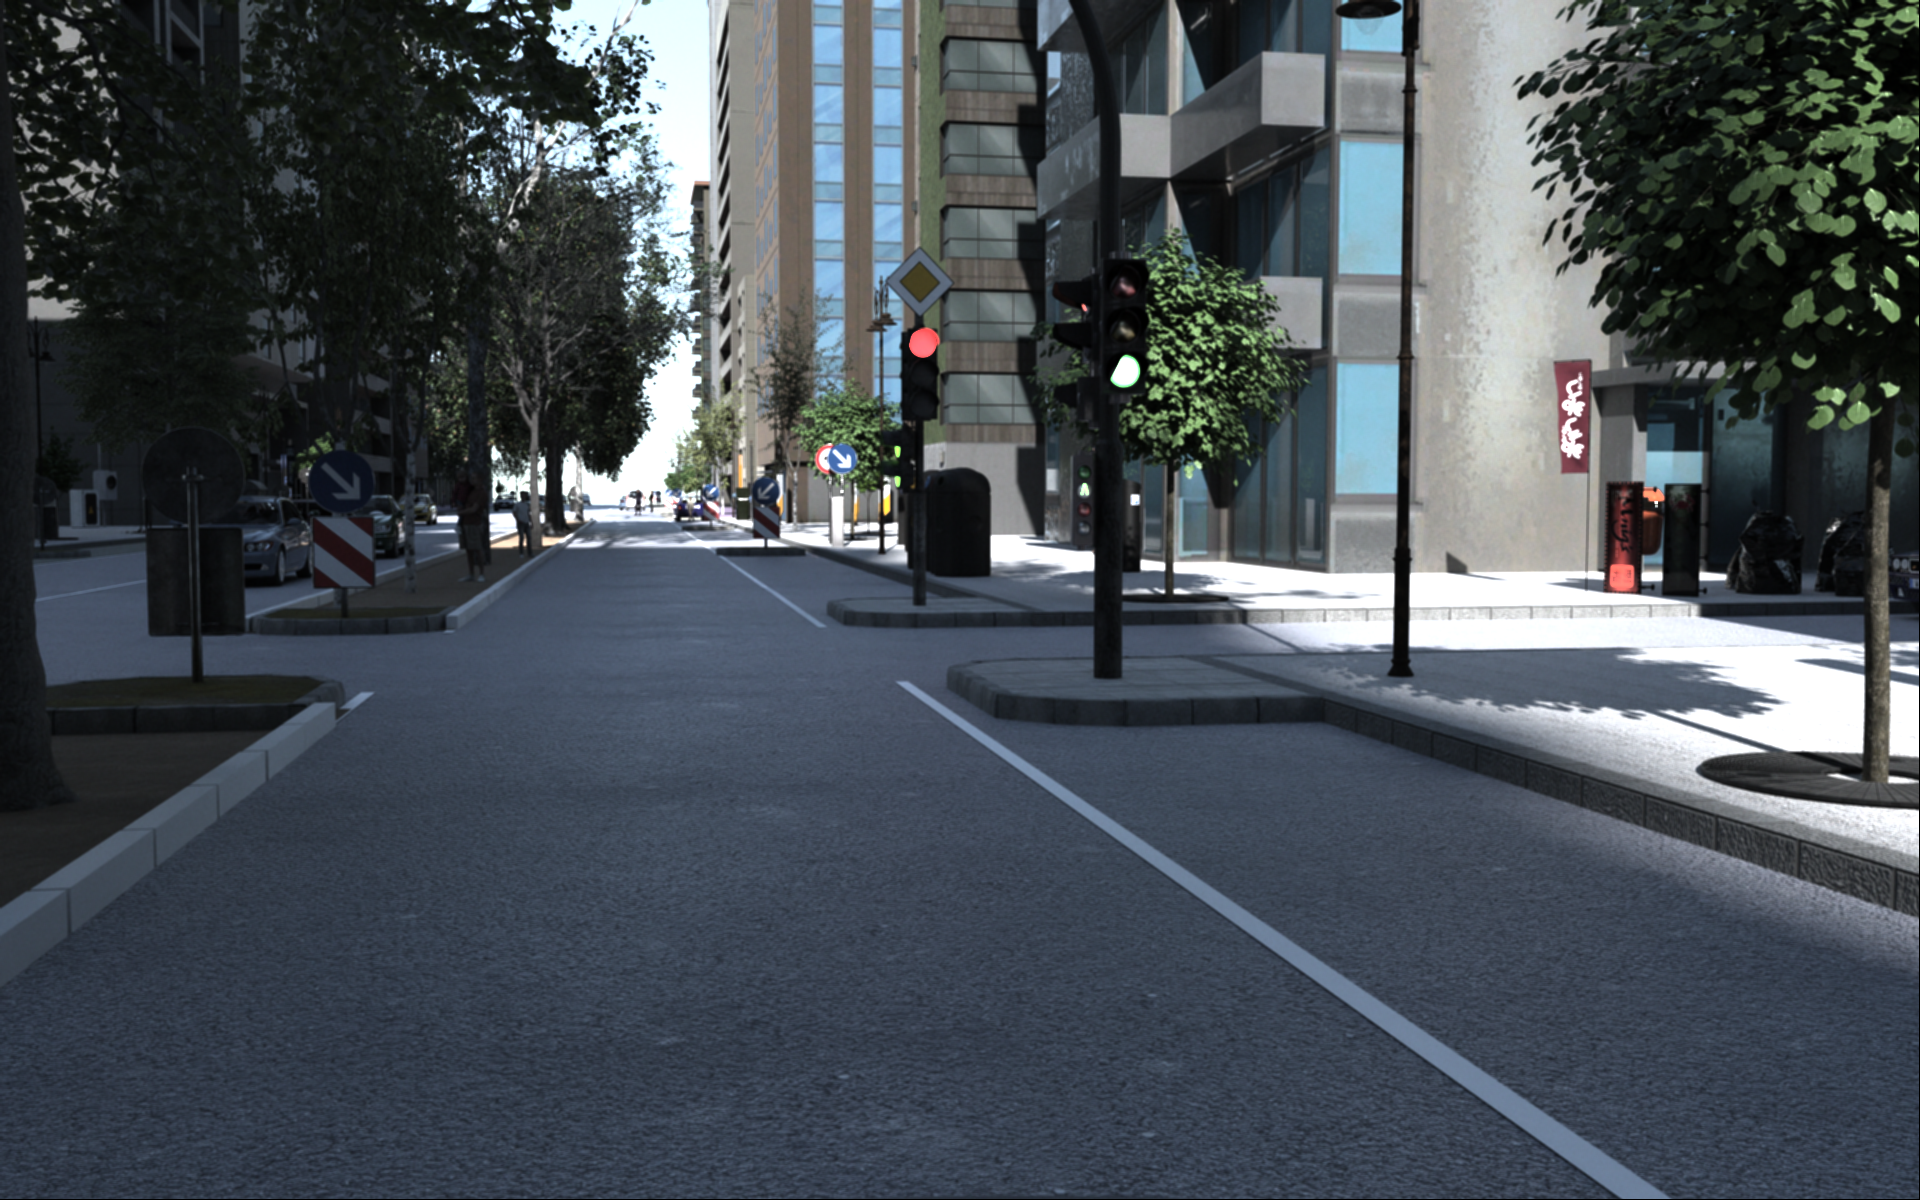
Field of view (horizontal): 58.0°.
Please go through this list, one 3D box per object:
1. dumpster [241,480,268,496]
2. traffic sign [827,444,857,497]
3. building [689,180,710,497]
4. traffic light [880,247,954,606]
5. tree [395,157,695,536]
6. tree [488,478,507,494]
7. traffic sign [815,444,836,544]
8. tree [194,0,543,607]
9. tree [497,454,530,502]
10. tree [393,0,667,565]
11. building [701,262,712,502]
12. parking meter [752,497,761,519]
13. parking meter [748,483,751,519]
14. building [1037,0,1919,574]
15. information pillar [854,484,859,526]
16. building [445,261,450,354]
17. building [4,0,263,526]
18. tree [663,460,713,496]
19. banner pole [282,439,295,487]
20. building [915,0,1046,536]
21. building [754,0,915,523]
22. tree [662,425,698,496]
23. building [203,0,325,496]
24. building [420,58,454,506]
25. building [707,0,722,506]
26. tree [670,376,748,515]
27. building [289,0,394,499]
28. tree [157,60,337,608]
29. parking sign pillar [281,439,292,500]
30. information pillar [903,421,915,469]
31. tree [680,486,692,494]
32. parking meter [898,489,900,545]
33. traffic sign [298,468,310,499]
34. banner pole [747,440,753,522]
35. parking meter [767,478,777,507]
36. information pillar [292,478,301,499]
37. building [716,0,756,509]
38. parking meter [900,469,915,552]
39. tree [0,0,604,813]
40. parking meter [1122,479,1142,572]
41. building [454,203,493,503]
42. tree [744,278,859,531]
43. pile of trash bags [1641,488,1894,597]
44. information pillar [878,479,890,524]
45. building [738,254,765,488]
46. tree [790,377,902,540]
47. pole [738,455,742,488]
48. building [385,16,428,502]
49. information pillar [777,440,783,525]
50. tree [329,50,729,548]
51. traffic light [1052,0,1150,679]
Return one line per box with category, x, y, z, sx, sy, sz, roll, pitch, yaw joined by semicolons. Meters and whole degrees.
dumpster;-28.863;-3.941;70.198;1.264;1.857;1.865;-1;4;-11
traffic sign;-2.982;-2.678;43.883;0.768;2.556;0.104;0;4;-2
building;-25.831;-35.736;238.906;22.147;44.769;28.867;-1;4;-11
traffic light;-0.486;-1.893;19.865;0.839;4.253;0.868;-1;4;-11
tree;-13.813;-8.489;58.264;9.611;12.733;9.660;0;3;0
tree;-55.666;-13.127;209.219;1.663;3.219;1.824;0;3;0
traffic sign;-3.318;-2.705;44.331;0.768;2.556;0.104;0;4;-2
tree;-7.993;-4.409;24.903;4.737;8.622;4.395;0;3;0
tree;-61.423;-17.768;240.874;4.360;8.622;3.978;0;3;0
tree;-8.298;-10.719;33.609;12.611;20.169;13.585;0;3;0
building;-25.470;-27.271;217.582;14.160;30.474;14.107;-1;4;-11
parking meter;-9.256;-4.501;79.307;0.255;1.863;0.399;0;4;2
parking meter;-10.886;-5.185;90.493;0.255;1.863;0.399;2;4;24
building;16.640;-25.583;37.896;30.456;49.044;23.786;-1;4;-11
information pillar;-4.146;-4.766;69.282;0.183;3.616;0.504;1;4;13
building;-75.812;-31.886;213.221;32.217;40.220;23.993;-1;4;-11
building;-43.314;-39.030;76.391;20.563;71.187;20.611;-1;4;-11
tree;-24.210;-10.743;159.355;4.285;4.588;4.351;0;3;0
banner pole;-30.299;-5.387;78.099;0.863;3.779;0.401;1;4;20
building;5.191;-17.653;60.330;14.160;30.474;14.107;-1;4;-11
building;-2.366;-26.442;82.438;14.600;45.320;14.200;-1;4;-11
tree;-28.907;-14.091;180.752;4.360;8.622;3.978;0;3;0
building;-53.199;-31.275;100.586;28.713;52.752;27.495;-1;4;-11
building;-66.787;-34.703;187.002;23.786;49.044;30.456;-1;4;-11
building;-17.803;-40.042;196.680;21.231;58.520;28.212;-1;4;-11
tree;-14.859;-9.563;106.716;4.737;8.622;4.395;0;3;0
building;-54.016;-30.691;125.497;21.300;48.544;21.600;-1;4;-11
tree;-7.101;-4.084;19.585;4.737;8.622;4.395;0;3;0
parking sign pillar;-32.957;-5.896;84.875;1.447;3.967;1.447;-1;4;-18
information pillar;-1.598;-3.894;55.018;0.504;3.616;0.183;0;4;5
tree;-31.567;-12.590;200.454;1.663;3.219;1.824;0;3;0
parking meter;-1.351;-2.317;43.602;0.399;1.863;0.255;1;4;12
traffic sign;-31.492;-5.102;83.521;0.768;2.556;0.104;-1;4;-10
banner pole;-9.675;-5.536;80.528;0.401;3.779;0.863;0;4;-1
parking meter;-6.901;-3.524;63.327;0.399;1.863;0.255;0;4;4
information pillar;-30.604;-4.613;79.916;0.304;2.012;0.304;2;4;31
building;-10.667;-32.616;156.973;21.300;48.544;21.600;-1;4;-11
parking meter;-1.046;-2.007;38.532;0.399;1.863;0.255;1;4;16
tree;-4.179;-5.295;7.158;7.486;12.596;7.792;0;3;0
parking meter;2.789;-1.229;28.500;0.372;1.533;0.369;0;3;0
building;-71.206;-33.666;234.038;14.154;41.232;14.086;-1;4;-11
tree;-5.634;-6.714;60.130;4.360;8.622;3.978;0;3;0
pile of trash bags;10.516;-0.805;22.921;3.447;1.369;1.912;2;4;33
information pillar;-3.216;-5.011;73.278;0.504;3.616;0.183;-2;4;-28
building;-2.301;-17.657;133.730;27.650;21.520;28.899;-1;4;-11
tree;-3.100;-3.966;48.556;4.285;4.588;4.351;0;3;0
pole;-11.459;-5.903;90.354;0.158;3.312;0.155;0;3;0
building;-52.583;-30.210;144.052;14.600;45.320;14.200;-1;4;-11
information pillar;-7.538;-4.950;72.287;0.183;3.616;0.504;1;4;22
tree;-11.351;-8.135;45.842;12.009;13.543;11.850;0;3;0
traffic light;-1.035;-2.252;11.491;4.771;5.953;1.251;-1;4;-11
